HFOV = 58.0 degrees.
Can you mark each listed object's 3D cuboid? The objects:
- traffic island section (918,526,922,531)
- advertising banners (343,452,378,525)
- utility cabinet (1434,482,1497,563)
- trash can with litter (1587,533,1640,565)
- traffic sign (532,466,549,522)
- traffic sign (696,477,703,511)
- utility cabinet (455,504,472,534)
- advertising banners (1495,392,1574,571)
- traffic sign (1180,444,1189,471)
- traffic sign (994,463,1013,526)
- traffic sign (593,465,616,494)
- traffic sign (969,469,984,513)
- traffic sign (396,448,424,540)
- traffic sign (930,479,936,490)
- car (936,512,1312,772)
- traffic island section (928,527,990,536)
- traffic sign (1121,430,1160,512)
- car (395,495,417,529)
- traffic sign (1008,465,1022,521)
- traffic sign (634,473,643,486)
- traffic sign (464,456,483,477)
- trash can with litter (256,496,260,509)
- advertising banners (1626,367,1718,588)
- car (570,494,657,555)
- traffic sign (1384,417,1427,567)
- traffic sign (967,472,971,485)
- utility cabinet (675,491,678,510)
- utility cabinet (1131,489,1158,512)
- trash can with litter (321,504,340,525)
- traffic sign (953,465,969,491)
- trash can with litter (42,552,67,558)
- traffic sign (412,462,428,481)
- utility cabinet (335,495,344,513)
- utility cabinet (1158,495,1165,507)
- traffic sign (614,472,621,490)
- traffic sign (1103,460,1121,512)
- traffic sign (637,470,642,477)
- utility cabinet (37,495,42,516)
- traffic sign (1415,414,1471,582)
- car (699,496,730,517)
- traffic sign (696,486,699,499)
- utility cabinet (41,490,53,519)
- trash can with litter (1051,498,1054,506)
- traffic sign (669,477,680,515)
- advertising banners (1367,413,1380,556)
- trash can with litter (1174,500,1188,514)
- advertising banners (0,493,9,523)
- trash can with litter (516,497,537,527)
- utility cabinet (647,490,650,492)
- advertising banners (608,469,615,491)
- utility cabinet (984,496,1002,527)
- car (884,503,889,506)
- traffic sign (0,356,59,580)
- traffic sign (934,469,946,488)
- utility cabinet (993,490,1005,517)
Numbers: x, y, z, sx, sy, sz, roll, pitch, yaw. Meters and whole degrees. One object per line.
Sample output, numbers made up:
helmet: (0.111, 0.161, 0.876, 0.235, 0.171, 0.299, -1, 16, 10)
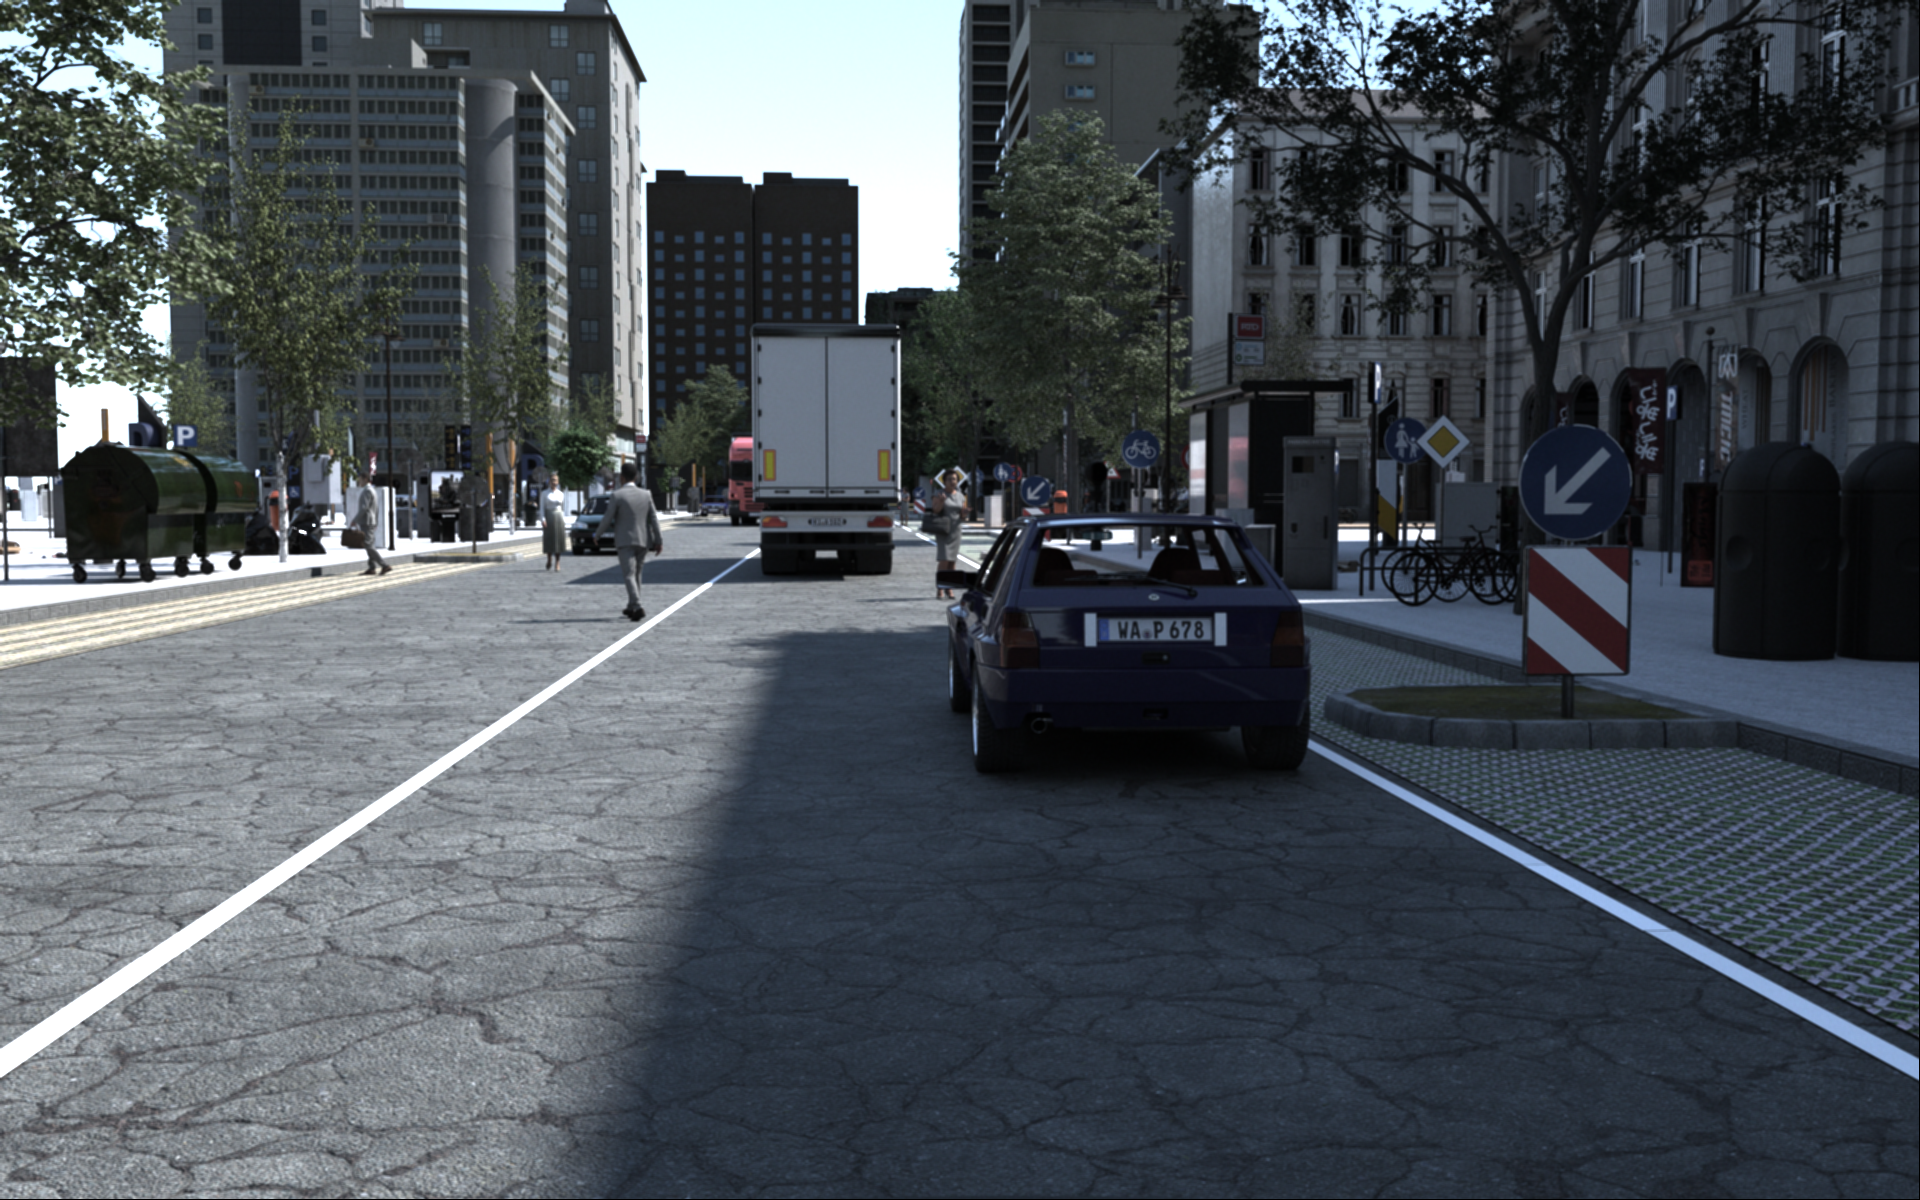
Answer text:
traffic island section: (-0.618, -2.821, 68.409, 2.009, 0.180, 2.903, 0, 4, -4)
advertising banners: (-24.492, -4.567, 70.850, 0.090, 3.025, 2.074, 1, 4, 22)
utility cabinet: (9.391, -1.437, 32.180, 1.173, 1.500, 0.318, -1, 4, -22)
trash can with litter: (11.919, -1.302, 32.343, 1.678, 1.210, 2.233, 0, 4, -3)
traffic sign: (-19.064, -4.806, 78.682, 0.768, 2.556, 0.104, 0, 4, 5)
traffic sign: (-19.278, -7.822, 127.991, 0.768, 2.556, 0.104, 0, 4, 0)
utility cabinet: (-15.941, -2.757, 56.238, 1.020, 1.237, 0.306, 0, 4, -2)
advertising banners: (9.744, -2.025, 29.292, 2.074, 3.025, 0.090, -3, 4, -37)
traffic sign: (5.739, -2.572, 42.163, 0.768, 2.556, 0.104, 0, 4, 1)
traffic sign: (1.743, -4.279, 70.061, 0.768, 2.556, 0.104, 0, 4, 0)
traffic sign: (-12.216, -3.420, 59.561, 0.795, 2.450, 0.064, 0, 4, -4)
traffic sign: (0.837, -5.380, 88.068, 0.768, 2.556, 0.104, 0, 4, 1)
traffic sign: (-15.171, -2.917, 47.804, 0.768, 2.556, 0.104, 0, 4, 1)
traffic sign: (-1.668, -7.291, 119.318, 0.768, 2.556, 0.104, 0, 4, 4)
car: (0.849, 0.139, 10.300, 1.945, 1.354, 3.894, 0, 4, -3)
traffic island section: (-0.075, -2.334, 60.443, 2.009, 0.180, 2.903, 0, 4, -4)
traffic sign: (3.575, -2.094, 34.345, 0.768, 2.556, 0.104, 0, 4, 2)
car: (-19.895, -3.130, 63.175, 4.499, 1.417, 2.014, 0, 4, -3)
traffic sign: (2.324, -4.601, 75.332, 0.768, 2.556, 0.104, 0, 4, 1)
traffic sign: (-12.759, -3.907, 67.528, 0.795, 2.450, 0.064, 0, 4, -4)
traffic sign: (-16.424, -3.574, 58.546, 0.768, 2.556, 0.104, 0, 4, -2)
trash can with litter: (-33.145, -4.363, 82.720, 1.055, 1.170, 0.624, 1, 4, 20)
advertising banners: (10.209, -1.685, 23.744, 2.074, 3.025, 0.090, 1, 4, 21)
car: (-8.372, -1.981, 42.178, 2.009, 1.686, 4.222, 0, 4, -3)
traffic sign: (7.425, -1.760, 28.879, 0.768, 2.556, 0.104, 0, 4, -4)
traffic sign: (0.650, -6.059, 99.175, 0.768, 2.556, 0.104, 0, 4, 5)
utility cabinet: (-21.873, -7.703, 134.627, 0.318, 1.500, 1.173, -2, 4, -31)
utility cabinet: (7.600, -3.831, 71.314, 1.173, 1.500, 0.318, 3, 5, 44)
trash can with litter: (-27.559, -3.827, 73.630, 2.233, 1.210, 1.678, -1, 4, -19)
traffic sign: (-0.098, -3.469, 60.364, 0.795, 2.450, 0.064, 0, 4, -4)
trash can with litter: (-17.804, -1.476, 35.188, 1.678, 1.210, 2.233, -3, 5, -44)
traffic sign: (-17.285, -3.252, 55.301, 0.606, 2.300, 0.079, 0, 4, -2)
utility cabinet: (-42.050, -6.526, 117.854, 1.020, 1.237, 0.306, 1, 4, 17)
utility cabinet: (10.118, -4.740, 88.658, 0.306, 1.237, 1.020, -3, 4, -38)
traffic sign: (-19.990, -6.176, 101.082, 0.768, 2.556, 0.104, 0, 4, 3)
traffic sign: (5.028, -3.601, 58.875, 0.884, 2.594, 0.081, 0, 4, -1)
traffic sign: (-17.016, -5.529, 90.497, 0.768, 2.556, 0.104, 0, 4, 2)
utility cabinet: (-53.215, -5.422, 99.812, 1.020, 1.237, 0.306, 2, 4, 31)
traffic sign: (6.988, -1.464, 25.116, 0.795, 2.450, 0.064, 0, 4, 2)
car: (-15.516, -5.950, 109.859, 1.945, 1.354, 3.894, 0, 4, -4)
traffic sign: (-21.594, -8.731, 142.852, 0.768, 2.556, 0.104, 0, 4, -2)
utility cabinet: (-46.836, -4.949, 89.595, 1.173, 1.500, 0.318, -3, 4, -38)
trash can with litter: (4.250, -4.344, 82.414, 1.055, 1.170, 0.624, 3, 5, 45)
traffic sign: (-17.099, -6.216, 103.755, 0.606, 2.300, 0.079, 0, 4, 0)
advertising banners: (8.798, -2.490, 36.898, 0.090, 3.025, 2.074, 0, 4, 8)
trash can with litter: (5.344, -1.921, 42.797, 1.055, 1.170, 0.624, 0, 4, -4)
advertising banners: (-43.259, -4.916, 76.559, 2.074, 3.025, 0.090, -2, 4, -25)
trash can with litter: (-17.032, -3.440, 67.631, 1.055, 1.170, 0.624, -1, 4, -9)
utility cabinet: (-18.148, -5.466, 98.053, 1.173, 1.500, 0.318, 0, 4, 6)
advertising banners: (-18.161, -5.955, 93.549, 2.074, 3.025, 0.090, 0, 4, 7)
utility cabinet: (1.294, -3.482, 68.089, 0.306, 1.237, 1.020, 2, 4, 27)
car: (-4.125, -3.834, 74.491, 2.131, 1.459, 4.920, 0, 4, -3)
traffic sign: (-14.485, -1.942, 25.624, 2.265, 3.308, 0.079, 0, 4, 0)
traffic sign: (-0.641, -3.956, 68.331, 0.795, 2.450, 0.064, 0, 4, -4)
utility cabinet: (2.409, -5.242, 94.381, 1.173, 1.500, 0.318, 0, 4, 4)
